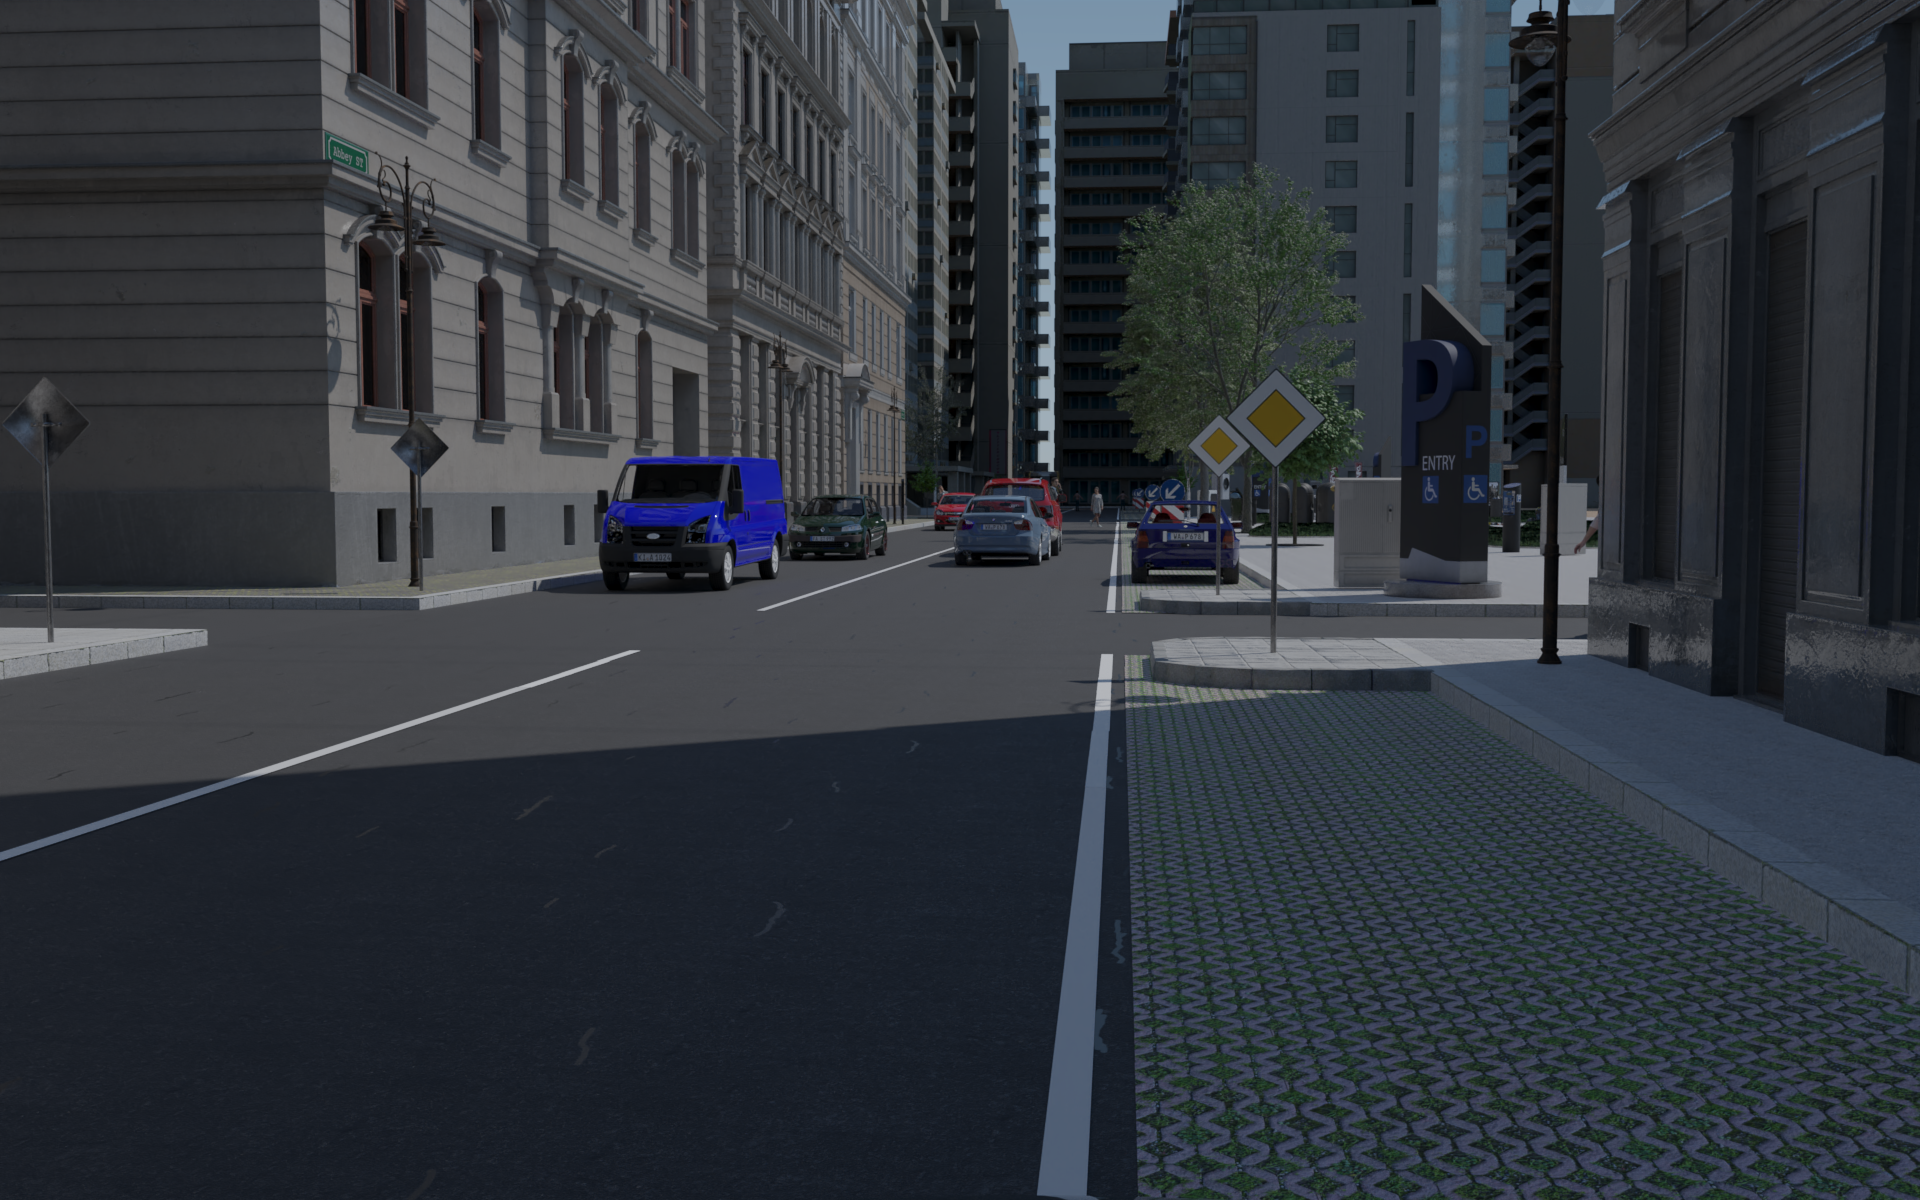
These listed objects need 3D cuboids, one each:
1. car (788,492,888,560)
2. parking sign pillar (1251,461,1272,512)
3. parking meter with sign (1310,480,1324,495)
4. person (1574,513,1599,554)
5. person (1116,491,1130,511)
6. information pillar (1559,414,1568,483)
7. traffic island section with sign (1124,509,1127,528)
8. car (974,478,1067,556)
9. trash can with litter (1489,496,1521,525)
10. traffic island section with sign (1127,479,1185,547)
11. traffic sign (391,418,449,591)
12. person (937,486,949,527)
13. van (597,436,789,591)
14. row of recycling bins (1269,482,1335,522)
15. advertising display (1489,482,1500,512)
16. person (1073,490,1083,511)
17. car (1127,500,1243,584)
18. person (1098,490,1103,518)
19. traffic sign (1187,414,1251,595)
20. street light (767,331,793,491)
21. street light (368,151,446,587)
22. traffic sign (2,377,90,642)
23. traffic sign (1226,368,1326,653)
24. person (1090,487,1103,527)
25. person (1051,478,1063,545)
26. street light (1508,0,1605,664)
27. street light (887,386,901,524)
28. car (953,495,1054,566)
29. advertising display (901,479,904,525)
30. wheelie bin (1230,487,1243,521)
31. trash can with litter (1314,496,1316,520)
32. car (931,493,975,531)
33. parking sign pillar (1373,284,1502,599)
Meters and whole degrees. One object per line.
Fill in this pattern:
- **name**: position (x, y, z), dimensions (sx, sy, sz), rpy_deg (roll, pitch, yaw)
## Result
- **car**: position (-2.716, -1.786, 38.993), dimensions (2.009, 1.686, 4.222), rpy_deg (0, 4, 6)
- **parking sign pillar**: position (16.037, -6.388, 92.908), dimensions (1.447, 3.967, 1.447), rpy_deg (2, 4, 35)
- **parking meter with sign**: position (19.694, -6.078, 95.632), dimensions (1.738, 3.016, 0.543), rpy_deg (2, 4, 28)
- **person**: position (6.551, -0.508, 17.473), dimensions (0.731, 1.740, 0.598), rpy_deg (0, 4, -6)
- **person**: position (13.980, -8.522, 148.538), dimensions (1.217, 1.736, 0.721), rpy_deg (1, 4, 9)
- **information pillar**: position (17.636, -3.626, 50.636), dimensions (0.183, 3.616, 0.504), rpy_deg (0, 4, 6)
- **traffic island section with sign**: position (8.071, -3.968, 73.510), dimensions (1.989, 1.847, 2.006), rpy_deg (0, 4, 5)
- **car**: position (1.419, -2.022, 41.740), dimensions (2.281, 1.827, 5.304), rpy_deg (0, 4, 4)
- **trash can with litter**: position (22.304, -3.668, 71.031), dimensions (1.678, 1.210, 2.233), rpy_deg (-3, 5, -45)
- **traffic island section with sign**: position (5.570, -2.314, 46.470), dimensions (1.989, 1.847, 2.006), rpy_deg (0, 4, 5)
- **traffic sign**: position (-7.131, -1.177, 22.879), dimensions (0.795, 2.450, 0.064), rpy_deg (0, 4, 5)
- **person**: position (-0.713, -4.152, 76.566), dimensions (0.592, 1.802, 0.473), rpy_deg (0, 4, 2)
- **van**: position (-4.175, -1.416, 27.544), dimensions (2.240, 2.365, 5.245), rpy_deg (0, 4, 6)
- **row of recycling bins**: position (13.273, -3.518, 64.629), dimensions (3.534, 1.692, 1.069), rpy_deg (2, 4, 24)
- **advertising display**: position (27.716, -5.217, 90.513), dimensions (0.123, 1.923, 0.974), rpy_deg (-3, 5, -43)
- **person**: position (9.827, -8.248, 144.071), dimensions (0.721, 1.736, 1.217), rpy_deg (-3, 5, -39)
- **car**: position (3.743, -0.995, 28.851), dimensions (1.945, 1.354, 3.894), rpy_deg (0, 4, 7)
- **person**: position (8.406, -5.849, 105.058), dimensions (0.541, 1.710, 0.530), rpy_deg (-1, 4, -18)
- **traffic sign**: position (3.267, -1.117, 21.901), dimensions (0.795, 2.450, 0.064), rpy_deg (0, 4, 5)
- **street light**: position (-5.104, -4.682, 49.336), dimensions (0.468, 5.910, 1.993), rpy_deg (0, 4, 5)
- **street light**: position (-7.561, -3.123, 23.847), dimensions (0.468, 5.910, 1.993), rpy_deg (0, 4, 5)
- **traffic sign**: position (-7.866, -0.690, 14.928), dimensions (0.795, 2.450, 0.064), rpy_deg (0, 4, 5)
- **traffic sign**: position (2.532, -0.630, 13.950), dimensions (0.795, 2.450, 0.064), rpy_deg (0, 4, 5)
- **person**: position (5.893, -4.030, 75.146), dimensions (0.466, 1.731, 0.760), rpy_deg (-3, 5, -43)
- **person**: position (2.712, -2.528, 49.188), dimensions (0.474, 1.900, 0.648), rpy_deg (0, 4, 6)
- **street light**: position (4.466, -2.456, 12.944), dimensions (0.468, 5.910, 1.993), rpy_deg (0, 4, 5)
- **street light**: position (-2.808, -6.199, 74.146), dimensions (0.468, 5.910, 1.993), rpy_deg (0, 4, 5)
- **car**: position (0.918, -1.474, 36.105), dimensions (2.014, 1.417, 4.499), rpy_deg (0, 4, 7)
- **advertising display**: position (-2.426, -4.169, 73.385), dimensions (0.123, 1.923, 0.974), rpy_deg (0, 4, -3)
- **wheelie bin**: position (13.255, -4.589, 82.934), dimensions (0.693, 1.594, 0.980), rpy_deg (0, 4, 2)
- **trash can with litter**: position (18.048, -4.543, 85.334), dimensions (2.233, 1.210, 1.678), rpy_deg (-1, 4, -21)
- **car**: position (-0.034, -3.654, 68.789), dimensions (2.155, 1.783, 4.494), rpy_deg (0, 4, 3)
- **parking sign pillar**: position (6.084, -2.034, 21.733), dimensions (1.447, 3.967, 1.447), rpy_deg (-1, 4, -19)
